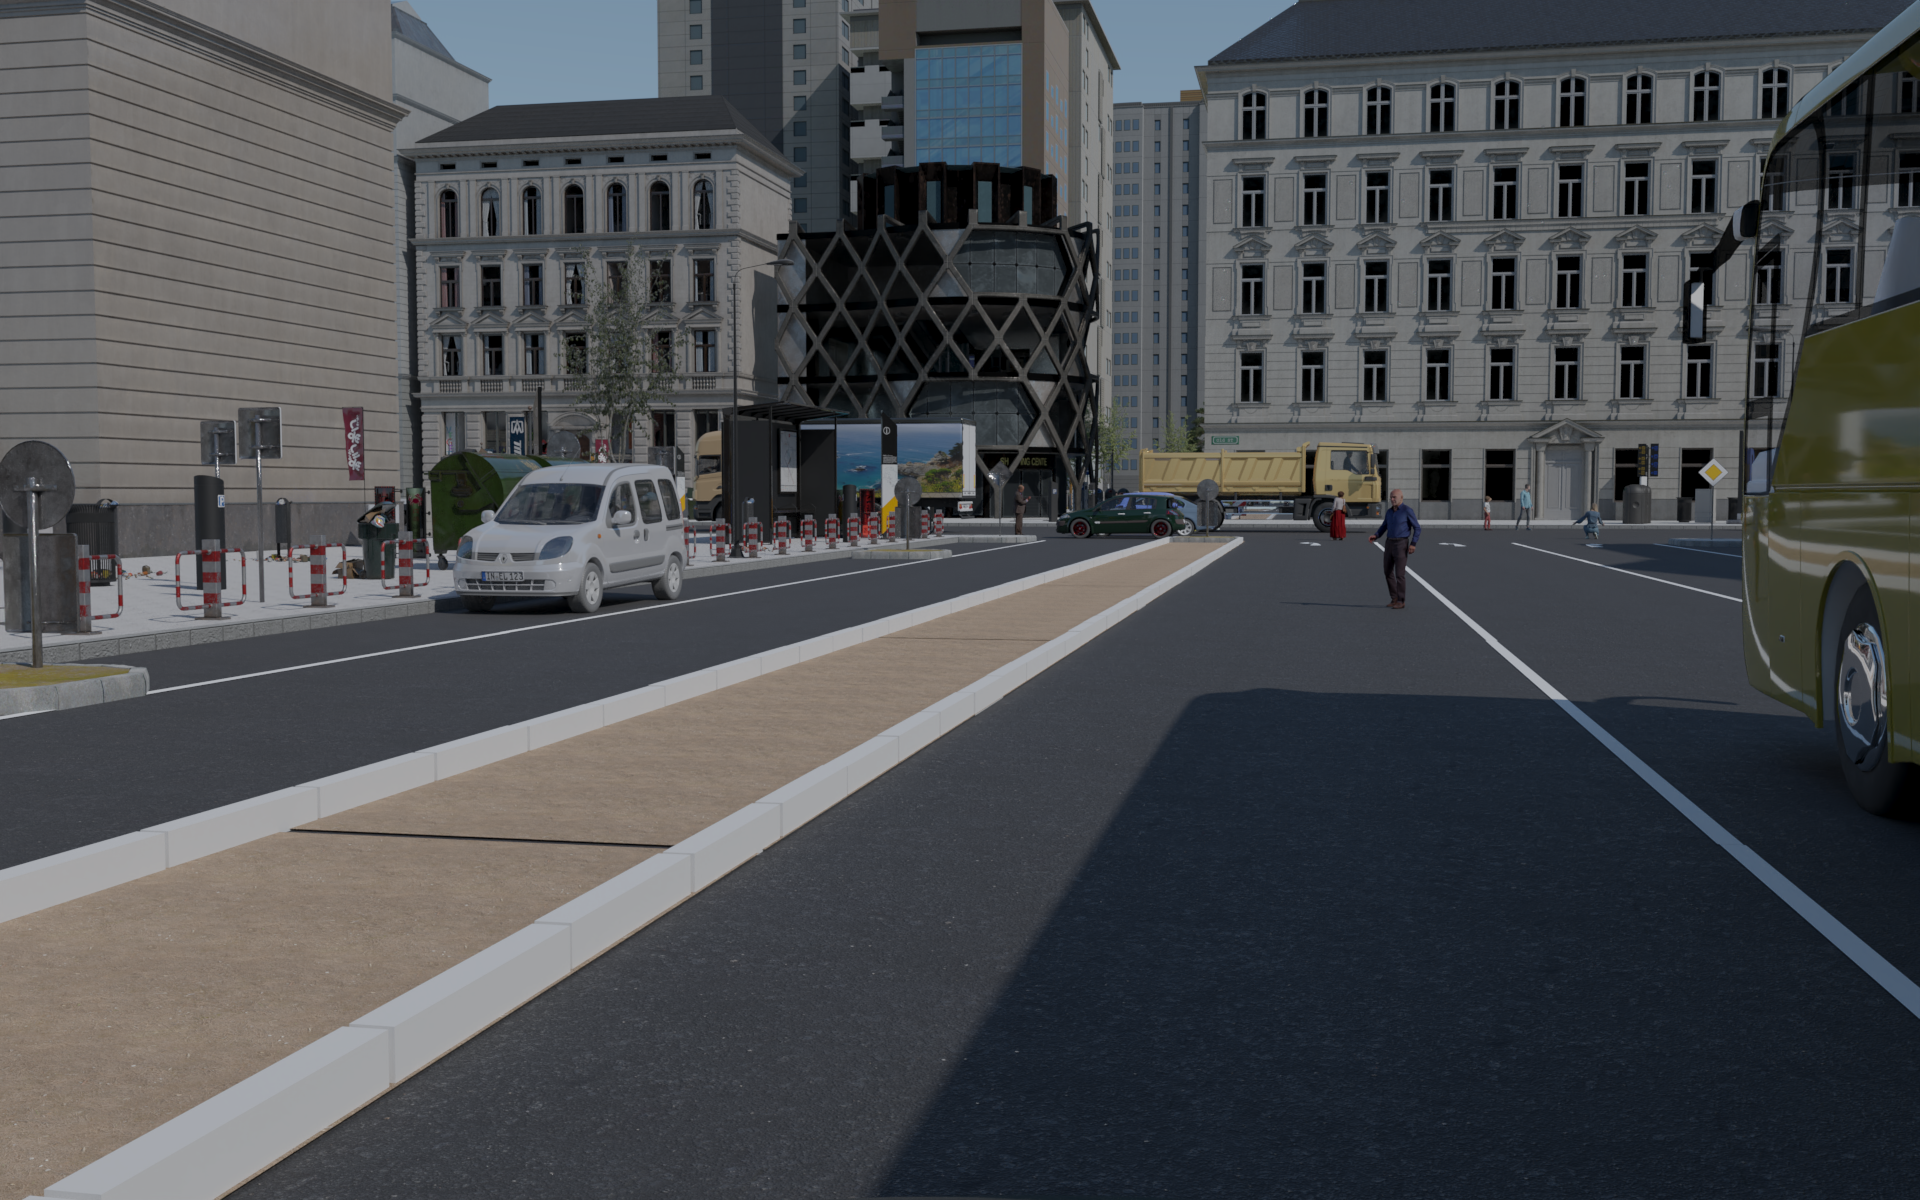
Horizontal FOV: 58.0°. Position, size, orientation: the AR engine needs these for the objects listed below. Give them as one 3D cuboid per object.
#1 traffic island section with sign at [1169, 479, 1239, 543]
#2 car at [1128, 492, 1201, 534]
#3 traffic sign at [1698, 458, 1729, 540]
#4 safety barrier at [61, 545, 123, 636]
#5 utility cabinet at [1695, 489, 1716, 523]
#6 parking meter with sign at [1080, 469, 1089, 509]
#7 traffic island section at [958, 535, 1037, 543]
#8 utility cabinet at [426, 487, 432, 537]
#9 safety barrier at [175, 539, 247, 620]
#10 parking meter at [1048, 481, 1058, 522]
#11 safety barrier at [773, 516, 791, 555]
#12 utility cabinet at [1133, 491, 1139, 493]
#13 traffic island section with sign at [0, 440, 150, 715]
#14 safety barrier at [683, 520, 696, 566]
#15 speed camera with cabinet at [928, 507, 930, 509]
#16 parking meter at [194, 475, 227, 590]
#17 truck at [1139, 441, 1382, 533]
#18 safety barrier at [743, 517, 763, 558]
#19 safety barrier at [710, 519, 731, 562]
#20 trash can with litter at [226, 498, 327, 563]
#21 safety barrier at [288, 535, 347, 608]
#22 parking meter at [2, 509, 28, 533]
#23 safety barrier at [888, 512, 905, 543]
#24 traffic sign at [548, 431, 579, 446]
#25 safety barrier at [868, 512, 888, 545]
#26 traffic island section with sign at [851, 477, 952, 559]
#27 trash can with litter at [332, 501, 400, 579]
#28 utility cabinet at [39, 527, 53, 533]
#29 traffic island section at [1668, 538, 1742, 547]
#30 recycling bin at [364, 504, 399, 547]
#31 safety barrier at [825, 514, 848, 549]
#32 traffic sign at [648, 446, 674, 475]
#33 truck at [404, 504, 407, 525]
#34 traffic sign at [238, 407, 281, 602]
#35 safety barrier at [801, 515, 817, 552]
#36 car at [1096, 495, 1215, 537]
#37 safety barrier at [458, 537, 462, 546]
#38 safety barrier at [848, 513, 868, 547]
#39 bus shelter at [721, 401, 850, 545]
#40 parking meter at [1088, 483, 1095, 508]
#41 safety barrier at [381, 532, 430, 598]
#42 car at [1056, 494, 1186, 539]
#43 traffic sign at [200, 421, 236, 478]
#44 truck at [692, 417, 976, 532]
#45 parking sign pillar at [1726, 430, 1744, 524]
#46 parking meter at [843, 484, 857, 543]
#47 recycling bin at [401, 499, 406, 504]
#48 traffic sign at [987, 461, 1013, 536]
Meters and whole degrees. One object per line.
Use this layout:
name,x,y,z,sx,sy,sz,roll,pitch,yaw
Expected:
traffic island section with sign,7.324,-2.656,51.569,2.006,1.907,1.989,1,4,12
car,7.419,-3.279,63.200,3.694,1.707,1.945,1,4,10
traffic sign,21.037,-2.739,48.420,0.795,2.450,0.064,1,4,12
safety barrier,-8.020,-0.092,15.788,0.300,0.817,1.120,1,4,12
utility cabinet,32.724,-4.117,75.997,0.318,1.500,1.173,0,4,-7
parking meter with sign,7.679,-6.850,108.262,0.543,3.016,1.738,2,4,24
traffic island section,1.191,-1.854,52.594,2.009,0.180,2.903,1,4,12
utility cabinet,-15.392,-2.604,51.253,0.318,1.500,1.173,1,4,8
safety barrier,-7.630,-0.207,17.664,0.300,0.817,1.120,1,4,12
parking meter,4.264,-4.492,79.160,0.399,1.863,0.255,-2,4,-33
safety barrier,-3.740,-1.357,36.461,0.300,0.817,1.120,1,4,12
utility cabinet,13.812,-7.725,134.977,0.318,1.500,1.173,-1,4,-12
traffic island section with sign,-6.858,-0.208,12.033,1.989,1.847,2.006,1,4,12
safety barrier,-4.907,-1.012,30.819,0.300,0.817,1.120,1,4,12
speed camera with cabinet,-1.848,-5.545,84.997,0.660,3.252,2.038,0,4,-6
parking meter,-10.050,-0.906,23.216,0.372,1.533,0.369,0,3,0
truck,11.768,-4.254,65.478,9.791,3.379,3.469,1,4,11
safety barrier,-4.132,-1.242,34.585,0.300,0.817,1.120,1,4,12
safety barrier,-4.520,-1.127,32.700,0.300,0.817,1.120,1,4,12
trash can with litter,-12.840,-1.341,32.990,1.678,1.210,2.233,-3,5,-43
safety barrier,-7.240,-0.322,19.543,0.300,0.817,1.120,1,4,12
parking meter,-16.062,-1.286,29.435,0.372,1.533,0.369,0,3,0
safety barrier,-1.793,-1.932,45.861,0.300,0.817,1.120,1,4,12
traffic sign,-8.031,-2.137,35.044,0.768,2.556,0.104,1,4,17
safety barrier,-2.185,-1.817,43.977,0.300,0.817,1.120,1,4,12
traffic island section with sign,-1.248,-1.867,39.150,1.989,1.847,2.006,1,4,12
trash can with litter,-8.996,-0.901,26.120,1.055,1.170,0.624,1,4,18
utility cabinet,-17.115,-1.273,31.980,1.020,1.237,0.306,3,5,40
traffic island section,21.062,-1.603,48.492,2.009,0.180,2.903,1,4,12
recycling bin,-13.987,-1.795,41.899,0.722,1.027,0.722,-2,4,-27
safety barrier,-2.963,-1.587,40.221,0.300,0.817,1.120,1,4,12
traffic sign,-6.425,-2.147,37.227,0.606,2.300,0.079,1,4,14
truck,-32.633,-5.566,80.764,18.799,4.110,2.967,1,4,11
traffic sign,-8.263,-1.120,20.446,0.606,2.300,0.079,1,4,19
safety barrier,-3.350,-1.472,38.344,0.300,0.817,1.120,1,4,12
car,6.391,-2.861,58.776,4.499,1.417,2.014,1,4,10
safety barrier,-6.466,-0.552,23.298,0.300,0.817,1.120,1,4,12
safety barrier,-2.575,-1.702,42.100,0.300,0.817,1.120,1,4,12
bus shelter,-4.632,-3.396,46.801,1.731,3.624,6.357,1,4,12
parking meter,6.793,-5.119,89.411,0.255,1.863,0.399,1,4,23
safety barrier,-6.853,-0.437,21.420,0.300,0.817,1.120,1,4,12
car,5.219,-2.839,56.203,4.222,1.686,2.009,1,4,12
traffic sign,-10.377,-1.352,24.235,0.606,2.300,0.079,1,4,20
truck,-5.121,-4.695,65.678,11.283,4.237,2.839,1,4,12
parking sign pillar,33.465,-5.217,73.762,1.447,3.967,1.447,2,4,32
parking meter,-2.921,-2.290,45.847,0.372,1.533,0.369,0,3,0
recycling bin,-29.947,-4.981,93.995,0.722,1.027,0.722,0,4,-1
traffic sign,1.215,-2.990,52.527,0.795,2.450,0.064,1,4,12
